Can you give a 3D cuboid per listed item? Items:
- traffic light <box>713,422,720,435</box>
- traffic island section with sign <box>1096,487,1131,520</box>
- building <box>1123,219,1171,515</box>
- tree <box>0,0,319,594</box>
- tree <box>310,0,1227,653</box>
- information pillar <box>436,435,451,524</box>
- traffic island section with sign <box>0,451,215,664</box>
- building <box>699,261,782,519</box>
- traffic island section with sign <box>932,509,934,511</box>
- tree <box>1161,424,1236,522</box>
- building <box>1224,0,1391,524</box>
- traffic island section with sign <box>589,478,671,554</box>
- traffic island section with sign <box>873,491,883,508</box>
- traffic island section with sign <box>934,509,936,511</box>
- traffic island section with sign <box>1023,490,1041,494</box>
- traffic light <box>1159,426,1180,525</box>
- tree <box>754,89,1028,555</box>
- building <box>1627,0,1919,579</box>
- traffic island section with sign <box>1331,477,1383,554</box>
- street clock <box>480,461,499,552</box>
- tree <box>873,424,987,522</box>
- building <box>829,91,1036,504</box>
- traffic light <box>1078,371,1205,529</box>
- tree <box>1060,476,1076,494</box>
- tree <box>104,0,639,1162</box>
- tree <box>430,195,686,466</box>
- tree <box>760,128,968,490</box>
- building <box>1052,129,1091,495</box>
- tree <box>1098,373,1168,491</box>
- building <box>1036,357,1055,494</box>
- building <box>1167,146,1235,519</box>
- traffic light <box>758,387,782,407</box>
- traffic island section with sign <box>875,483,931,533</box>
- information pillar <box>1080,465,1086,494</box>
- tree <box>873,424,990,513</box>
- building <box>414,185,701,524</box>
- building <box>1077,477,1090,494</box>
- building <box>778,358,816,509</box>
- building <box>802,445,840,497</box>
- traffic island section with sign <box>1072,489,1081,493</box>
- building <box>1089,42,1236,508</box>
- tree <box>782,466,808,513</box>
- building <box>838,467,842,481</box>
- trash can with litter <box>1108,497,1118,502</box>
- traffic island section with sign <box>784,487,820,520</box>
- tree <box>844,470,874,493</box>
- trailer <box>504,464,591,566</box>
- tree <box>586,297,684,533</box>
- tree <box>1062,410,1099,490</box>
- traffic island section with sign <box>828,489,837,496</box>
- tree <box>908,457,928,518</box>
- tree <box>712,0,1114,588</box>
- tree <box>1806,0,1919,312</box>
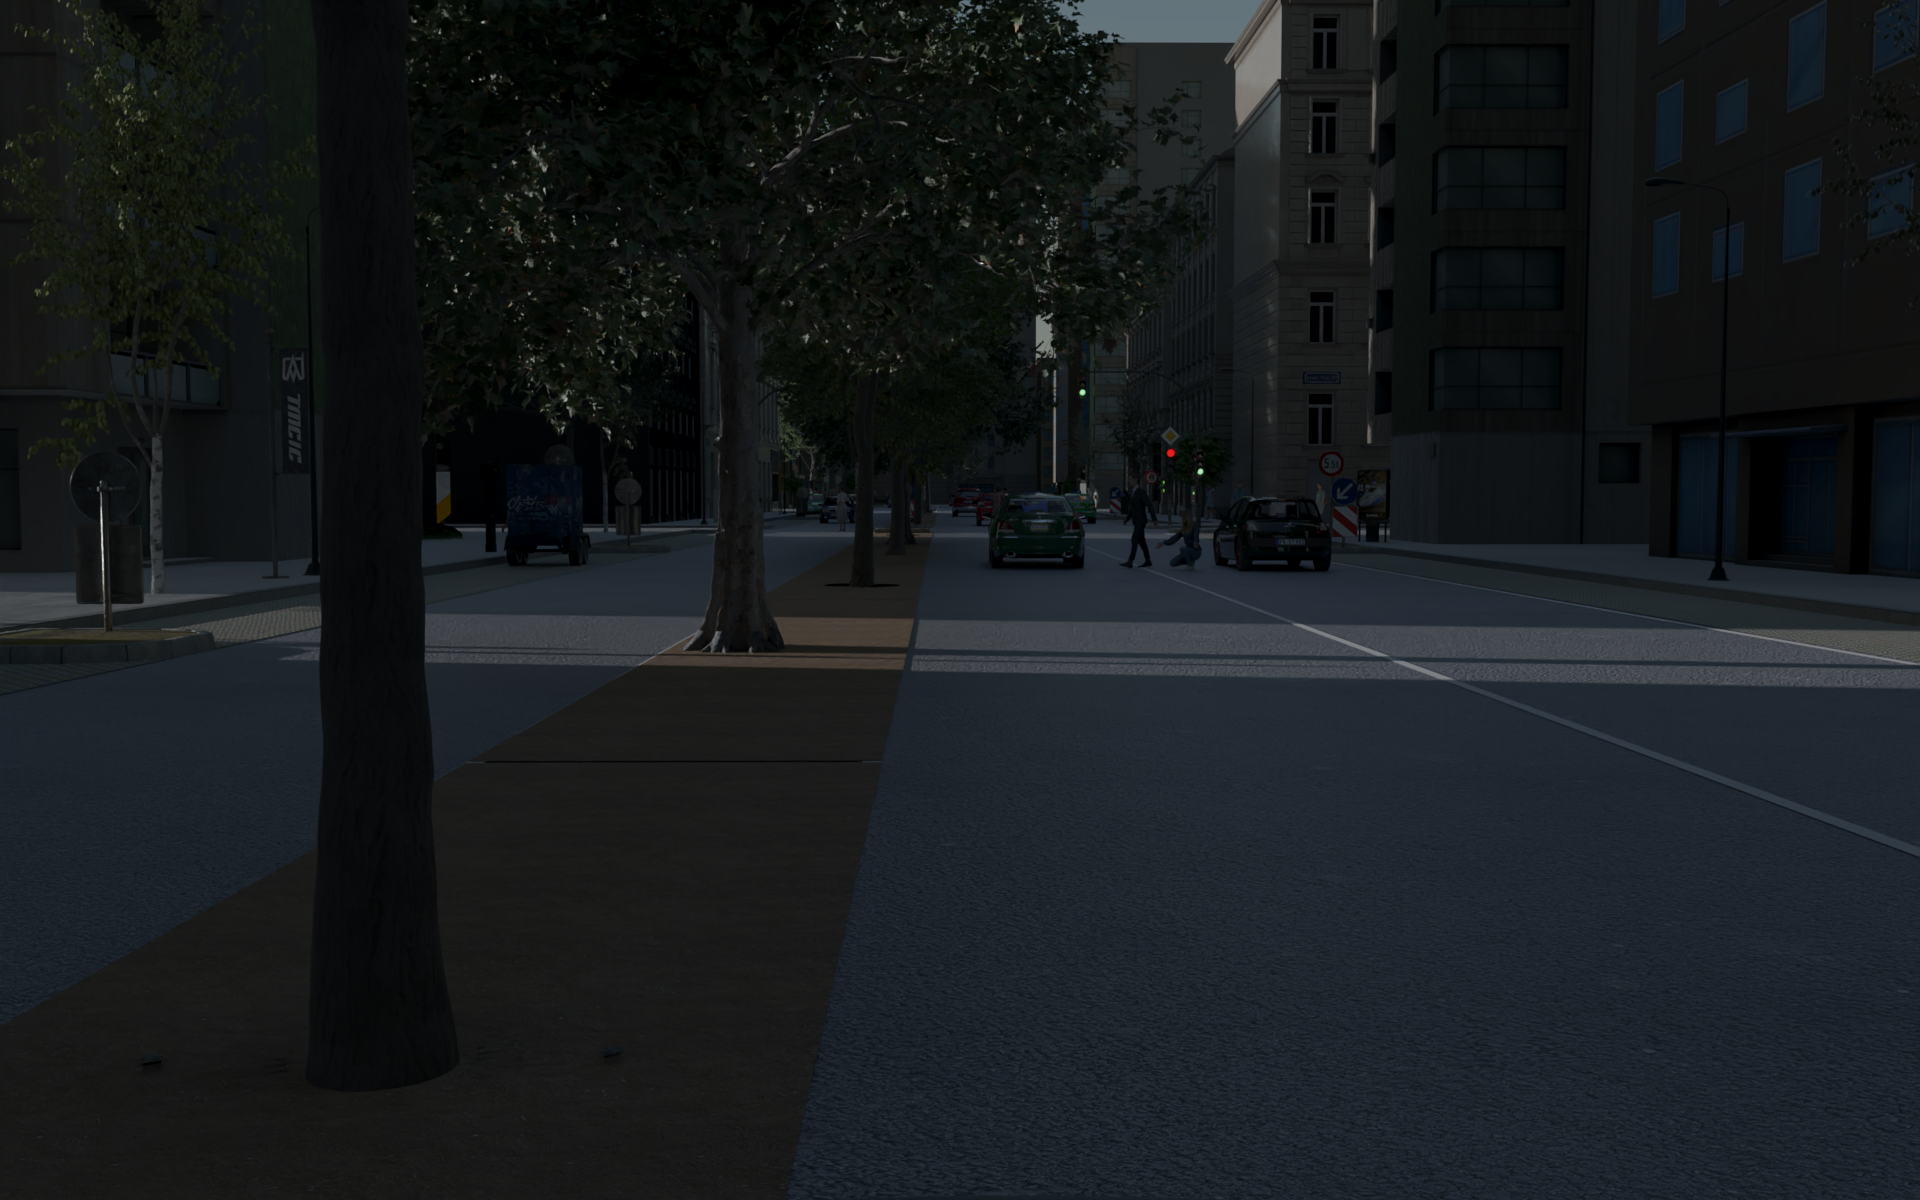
[{"bbox_3d":[-8.668,-4.580,63.801,0.839,4.253,0.868,0,4,-1],"label":"traffic light"},{"bbox_3d":[8.485,-5.387,96.704,1.989,1.847,2.006,0,4,-1],"label":"traffic island section with sign"},{"bbox_3d":[16.757,-16.899,127.215,10.553,20.767,40.483,0,4,-1],"label":"building"},{"bbox_3d":[-10.424,-4.403,22.352,4.737,8.622,4.395,0,3,0],"label":"tree"},{"bbox_3d":[-2.044,-5.888,15.737,9.611,12.733,9.660,0,3,0],"label":"tree"},{"bbox_3d":[-19.240,-4.470,64.439,0.504,3.616,0.183,0,4,-5],"label":"information pillar"},{"bbox_3d":[-7.854,-0.417,15.441,1.989,1.847,2.006,0,4,-1],"label":"traffic island section with sign"},{"bbox_3d":[-21.300,-20.437,110.561,17.030,29.872,44.131,0,4,-1],"label":"building"},{"bbox_3d":[-2.200,-3.885,71.648,2.006,1.907,1.989,0,4,-1],"label":"traffic island section with sign"},{"bbox_3d":[10.918,-5.831,79.052,4.285,4.588,4.351,0,3,0],"label":"tree"},{"bbox_3d":[25.502,-17.226,78.901,25.104,27.353,12.463,0,4,-1],"label":"building"},{"bbox_3d":[-8.150,-2.065,42.395,1.989,1.847,2.006,0,4,-1],"label":"traffic island section with sign"},{"bbox_3d":[-9.876,-11.743,200.631,1.989,1.847,2.006,0,4,-1],"label":"traffic island section with sign"},{"bbox_3d":[-3.031,-8.480,146.782,2.006,1.907,1.989,0,4,-1],"label":"traffic island section with sign"},{"bbox_3d":[7.644,-10.106,173.855,1.989,1.847,2.006,0,4,-1],"label":"traffic island section with sign"},{"bbox_3d":[8.705,-5.081,71.992,0.839,4.253,0.868,0,4,-1],"label":"traffic light"},{"bbox_3d":[-1.580,-7.333,40.482,7.486,12.596,7.792,0,3,0],"label":"tree"},{"bbox_3d":[20.828,-23.096,27.726,14.600,45.320,14.200,0,4,-1],"label":"building"},{"bbox_3d":[9.071,-2.050,42.149,1.989,1.847,2.006,0,4,-1],"label":"traffic island section with sign"},{"bbox_3d":[-10.372,-2.060,38.246,0.358,2.002,0.471,1,4,10],"label":"street clock"},{"bbox_3d":[-2.319,-10.951,88.160,9.857,13.997,8.962,0,3,0],"label":"tree"},{"bbox_3d":[-3.890,-42.843,242.482,28.212,58.520,21.231,0,4,-1],"label":"building"},{"bbox_3d":[6.702,-5.454,63.843,4.771,5.953,1.251,0,4,-1],"label":"traffic light"},{"bbox_3d":[10.106,-10.443,165.345,1.663,3.219,1.824,0,3,0],"label":"tree"},{"bbox_3d":[-1.400,-5.561,3.746,12.009,13.543,11.850,0,3,0],"label":"tree"},{"bbox_3d":[-11.362,-7.058,49.813,7.601,10.594,8.767,0,4,4],"label":"tree"},{"bbox_3d":[-1.941,-4.959,33.905,4.737,8.622,4.395,0,3,0],"label":"tree"},{"bbox_3d":[18.779,-34.438,213.168,14.600,45.320,14.200,0,4,-1],"label":"building"},{"bbox_3d":[10.398,-9.335,102.983,4.360,8.622,3.978,0,3,0],"label":"tree"},{"bbox_3d":[25.338,-24.535,246.188,28.899,21.520,27.650,0,4,-1],"label":"building"},{"bbox_3d":[17.648,-15.208,97.807,9.793,20.994,18.267,0,4,-1],"label":"building"},{"bbox_3d":[-6.664,-5.944,71.844,4.771,5.953,1.251,0,4,-1],"label":"traffic light"},{"bbox_3d":[-2.129,-3.431,64.241,2.006,1.907,1.989,0,4,-1],"label":"traffic island section with sign"},{"bbox_3d":[9.676,-8.834,135.794,0.504,3.616,0.183,2,4,25],"label":"information pillar"},{"bbox_3d":[-2.462,-10.581,109.866,8.767,10.594,7.601,0,4,-1],"label":"tree"},{"bbox_3d":[-19.421,-15.352,80.684,12.332,23.373,15.834,0,4,-1],"label":"building"},{"bbox_3d":[28.708,-29.853,179.971,32.217,40.220,23.993,0,4,-1],"label":"building"},{"bbox_3d":[-25.084,-30.974,161.052,22.147,44.769,28.867,0,4,-1],"label":"building"},{"bbox_3d":[-27.909,-21.151,190.864,27.650,21.520,28.899,0,4,-1],"label":"building"},{"bbox_3d":[8.180,-7.035,123.657,1.989,1.847,2.006,0,4,-1],"label":"traffic island section with sign"},{"bbox_3d":[18.977,-29.189,160.830,14.154,41.232,14.086,0,4,-1],"label":"building"},{"bbox_3d":[-11.512,-7.607,118.976,1.663,3.219,1.824,0,3,0],"label":"tree"},{"bbox_3d":[-21.703,-27.012,213.352,14.107,30.474,14.160,0,4,-1],"label":"building"},{"bbox_3d":[10.170,-6.325,114.805,0.624,1.170,1.055,1,4,16],"label":"trash can with litter"},{"bbox_3d":[-8.741,-5.376,96.526,1.989,1.847,2.006,0,4,-1],"label":"traffic island section with sign"},{"bbox_3d":[-12.716,-14.586,222.197,4.285,4.588,4.351,0,3,0],"label":"tree"},{"bbox_3d":[-8.226,-1.645,33.950,1.471,1.999,3.904,0,4,-2],"label":"trailer"},{"bbox_3d":[-11.560,-6.548,57.418,4.360,8.622,3.978,0,3,0],"label":"tree"},{"bbox_3d":[10.925,-12.234,150.389,4.360,8.622,3.978,0,3,0],"label":"tree"},{"bbox_3d":[-9.039,-7.025,123.479,1.989,1.847,2.006,0,4,-1],"label":"traffic island section with sign"},{"bbox_3d":[-2.275,-9.238,103.858,4.360,8.622,3.978,0,3,0],"label":"tree"},{"bbox_3d":[-1.391,-5.997,26.263,9.928,11.665,9.643,0,3,0],"label":"tree"},{"bbox_3d":[11.605,-4.161,18.398,4.360,8.622,3.978,0,3,0],"label":"tree"}]
